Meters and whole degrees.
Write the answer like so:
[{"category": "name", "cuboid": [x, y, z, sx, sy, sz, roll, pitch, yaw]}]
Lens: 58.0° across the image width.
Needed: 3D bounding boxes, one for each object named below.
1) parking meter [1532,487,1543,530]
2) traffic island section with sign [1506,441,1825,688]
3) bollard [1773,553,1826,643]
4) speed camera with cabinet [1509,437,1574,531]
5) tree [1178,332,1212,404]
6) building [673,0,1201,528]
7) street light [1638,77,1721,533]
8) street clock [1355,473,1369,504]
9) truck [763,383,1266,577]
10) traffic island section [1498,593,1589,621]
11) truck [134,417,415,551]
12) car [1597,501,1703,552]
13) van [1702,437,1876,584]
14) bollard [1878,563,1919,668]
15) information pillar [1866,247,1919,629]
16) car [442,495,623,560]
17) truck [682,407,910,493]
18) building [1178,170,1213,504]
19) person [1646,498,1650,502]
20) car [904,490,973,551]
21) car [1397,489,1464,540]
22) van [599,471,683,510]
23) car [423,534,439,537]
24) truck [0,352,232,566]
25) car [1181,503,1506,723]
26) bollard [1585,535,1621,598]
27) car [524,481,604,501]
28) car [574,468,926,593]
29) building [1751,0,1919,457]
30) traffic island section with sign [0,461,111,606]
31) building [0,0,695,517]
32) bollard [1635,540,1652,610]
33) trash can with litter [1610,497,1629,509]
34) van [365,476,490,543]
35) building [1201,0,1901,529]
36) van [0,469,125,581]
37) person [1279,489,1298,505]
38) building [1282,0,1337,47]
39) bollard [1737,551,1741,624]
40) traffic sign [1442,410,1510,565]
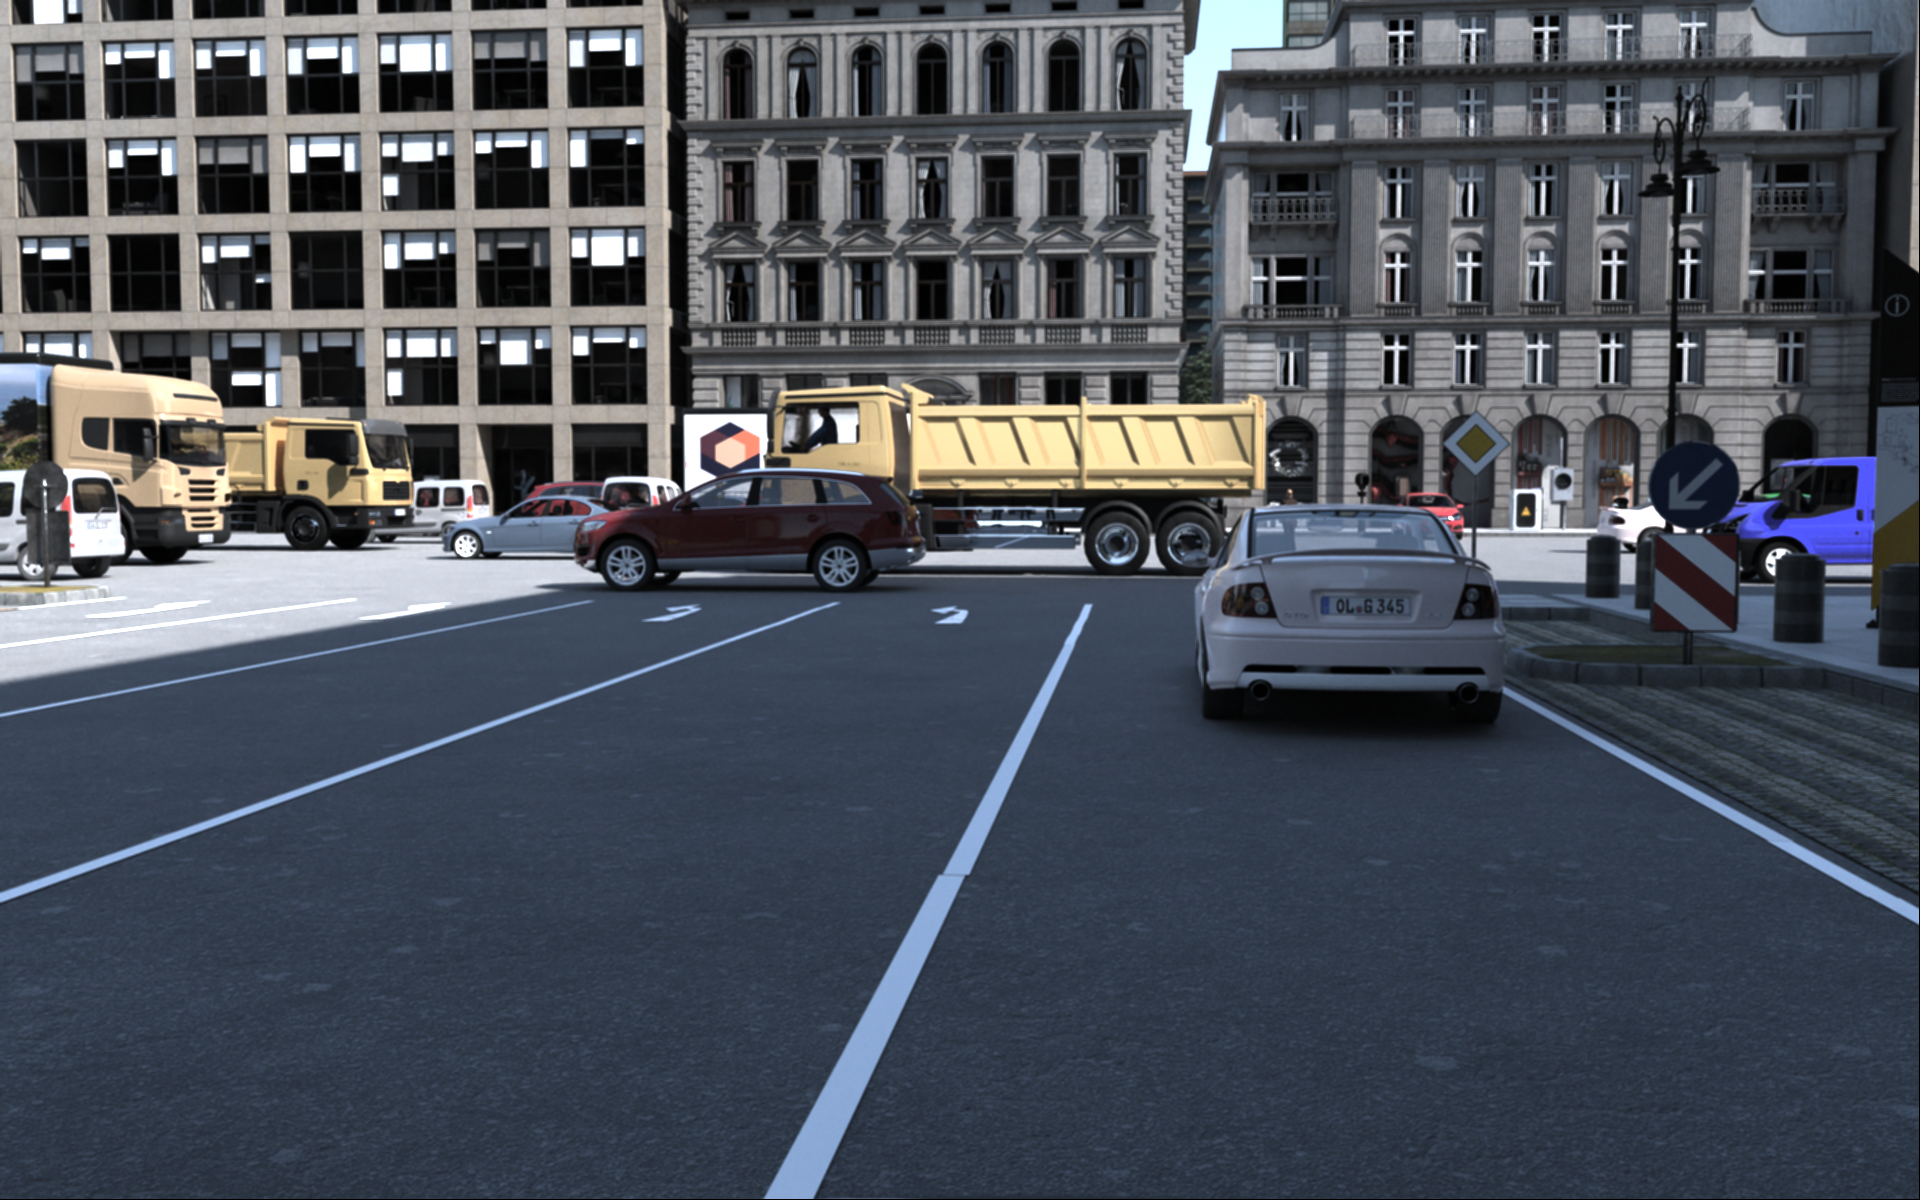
[{"category": "parking meter", "cuboid": [20.720, -3.287, 62.159, 0.372, 1.533, 0.369, 0, 3, 0]}, {"category": "traffic island section with sign", "cuboid": [5.456, -0.312, 13.722, 1.989, 1.847, 2.006, 0, 4, 6]}, {"category": "bollard", "cuboid": [7.305, -0.022, 15.074, 0.404, 0.777, 0.398, 0, 3, 0]}, {"category": "speed camera with cabinet", "cuboid": [20.274, -4.041, 60.400, 2.038, 3.252, 0.660, 0, 4, 6]}, {"category": "tree", "cuboid": [19.034, -13.220, 122.798, 9.857, 13.997, 8.962, 0, 3, 0]}, {"category": "building", "cuboid": [-0.545, -14.706, 69.322, 19.941, 23.489, 11.050, 0, 4, 6]}, {"category": "street light", "cuboid": [8.147, -2.874, 19.779, 0.468, 5.910, 1.993, 0, 4, 6]}, {"category": "street clock", "cuboid": [13.701, -3.332, 59.042, 0.471, 2.002, 0.358, -3, 4, -36]}, {"category": "truck", "cuboid": [0.506, -2.175, 31.481, 9.791, 3.379, 3.469, 0, 4, 6]}, {"category": "traffic island section", "cuboid": [6.227, 0.080, 20.967, 2.009, 0.180, 2.903, 0, 4, 6]}, {"category": "truck", "cuboid": [-18.398, -2.996, 44.909, 9.791, 3.379, 3.469, 0, 4, 8]}, {"category": "car", "cuboid": [18.073, -1.825, 42.194, 4.827, 1.381, 2.083, 0, 4, 8]}, {"category": "van", "cuboid": [14.888, -1.460, 28.250, 5.245, 2.365, 2.240, 0, 4, 5]}, {"category": "bollard", "cuboid": [7.080, 0.110, 12.917, 0.404, 0.777, 0.398, 0, 3, 0]}, {"category": "information pillar", "cuboid": [8.927, -1.531, 16.390, 0.504, 3.616, 0.183, 2, 4, 34]}, {"category": "car", "cuboid": [-9.220, -1.620, 38.489, 4.499, 1.417, 2.014, 0, 4, 4]}, {"category": "truck", "cuboid": [-3.323, -4.167, 57.044, 11.283, 4.237, 2.839, 0, 4, 5]}, {"category": "building", "cuboid": [25.777, -35.354, 232.654, 28.867, 44.769, 22.147, 0, 4, 6]}, {"category": "person", "cuboid": [20.399, -2.483, 50.904, 0.589, 1.601, 0.330, 0, 4, -3]}, {"category": "car", "cuboid": [-0.528, -2.236, 45.229, 2.281, 1.827, 5.304, 0, 4, 5]}, {"category": "car", "cuboid": [15.045, -2.860, 55.802, 2.155, 1.783, 4.494, 0, 4, 7]}, {"category": "van", "cuboid": [-7.664, -2.200, 42.982, 2.013, 2.044, 4.112, 0, 4, 7]}, {"category": "car", "cuboid": [-19.204, -3.066, 58.796, 5.304, 1.827, 2.281, 0, 4, 6]}, {"category": "truck", "cuboid": [-20.252, -2.864, 35.747, 11.283, 4.237, 2.839, 0, 4, 7]}, {"category": "car", "cuboid": [2.623, 0.003, 12.310, 2.083, 1.381, 4.827, 0, 4, 7]}, {"category": "bollard", "cuboid": [7.996, -0.417, 21.535, 0.404, 0.777, 0.398, 0, 3, 0]}, {"category": "car", "cuboid": [-10.653, -2.680, 52.489, 5.304, 1.827, 2.281, 0, 4, 6]}, {"category": "car", "cuboid": [-3.170, -1.070, 26.172, 5.304, 1.827, 2.281, 0, 4, 5]}, {"category": "building", "cuboid": [51.130, -16.120, 68.085, 34.151, 26.468, 19.350, 0, 4, 6]}, {"category": "traffic island section with sign", "cuboid": [-12.616, -0.922, 23.207, 2.006, 1.907, 1.989, 0, 4, 6]}, {"category": "building", "cuboid": [-27.017, -16.617, 76.197, 34.151, 26.468, 19.350, 0, 4, 6]}, {"category": "bollard", "cuboid": [7.771, -0.285, 19.378, 0.404, 0.777, 0.398, 0, 3, 0]}, {"category": "trash can with litter", "cuboid": [23.389, -3.067, 61.530, 0.624, 1.170, 1.055, 1, 4, 15]}, {"category": "van", "cuboid": [-15.909, -2.679, 50.806, 4.112, 2.044, 2.013, 0, 4, 7]}, {"category": "building", "cuboid": [21.965, -13.907, 69.181, 24.055, 21.916, 13.314, 0, 4, 6]}, {"category": "van", "cuboid": [-16.410, -1.364, 29.309, 4.112, 2.044, 2.013, 0, 4, 8]}, {"category": "person", "cuboid": [8.157, -1.978, 43.109, 0.482, 1.546, 0.388, 0, 4, -6]}, {"category": "building", "cuboid": [31.965, -27.623, 135.224, 14.154, 41.232, 14.086, 0, 4, 6]}, {"category": "bollard", "cuboid": [7.538, -0.153, 17.226, 0.404, 0.777, 0.398, 0, 3, 0]}, {"category": "traffic sign", "cuboid": [6.203, -1.055, 20.893, 0.795, 2.450, 0.064, 0, 4, 6]}]
